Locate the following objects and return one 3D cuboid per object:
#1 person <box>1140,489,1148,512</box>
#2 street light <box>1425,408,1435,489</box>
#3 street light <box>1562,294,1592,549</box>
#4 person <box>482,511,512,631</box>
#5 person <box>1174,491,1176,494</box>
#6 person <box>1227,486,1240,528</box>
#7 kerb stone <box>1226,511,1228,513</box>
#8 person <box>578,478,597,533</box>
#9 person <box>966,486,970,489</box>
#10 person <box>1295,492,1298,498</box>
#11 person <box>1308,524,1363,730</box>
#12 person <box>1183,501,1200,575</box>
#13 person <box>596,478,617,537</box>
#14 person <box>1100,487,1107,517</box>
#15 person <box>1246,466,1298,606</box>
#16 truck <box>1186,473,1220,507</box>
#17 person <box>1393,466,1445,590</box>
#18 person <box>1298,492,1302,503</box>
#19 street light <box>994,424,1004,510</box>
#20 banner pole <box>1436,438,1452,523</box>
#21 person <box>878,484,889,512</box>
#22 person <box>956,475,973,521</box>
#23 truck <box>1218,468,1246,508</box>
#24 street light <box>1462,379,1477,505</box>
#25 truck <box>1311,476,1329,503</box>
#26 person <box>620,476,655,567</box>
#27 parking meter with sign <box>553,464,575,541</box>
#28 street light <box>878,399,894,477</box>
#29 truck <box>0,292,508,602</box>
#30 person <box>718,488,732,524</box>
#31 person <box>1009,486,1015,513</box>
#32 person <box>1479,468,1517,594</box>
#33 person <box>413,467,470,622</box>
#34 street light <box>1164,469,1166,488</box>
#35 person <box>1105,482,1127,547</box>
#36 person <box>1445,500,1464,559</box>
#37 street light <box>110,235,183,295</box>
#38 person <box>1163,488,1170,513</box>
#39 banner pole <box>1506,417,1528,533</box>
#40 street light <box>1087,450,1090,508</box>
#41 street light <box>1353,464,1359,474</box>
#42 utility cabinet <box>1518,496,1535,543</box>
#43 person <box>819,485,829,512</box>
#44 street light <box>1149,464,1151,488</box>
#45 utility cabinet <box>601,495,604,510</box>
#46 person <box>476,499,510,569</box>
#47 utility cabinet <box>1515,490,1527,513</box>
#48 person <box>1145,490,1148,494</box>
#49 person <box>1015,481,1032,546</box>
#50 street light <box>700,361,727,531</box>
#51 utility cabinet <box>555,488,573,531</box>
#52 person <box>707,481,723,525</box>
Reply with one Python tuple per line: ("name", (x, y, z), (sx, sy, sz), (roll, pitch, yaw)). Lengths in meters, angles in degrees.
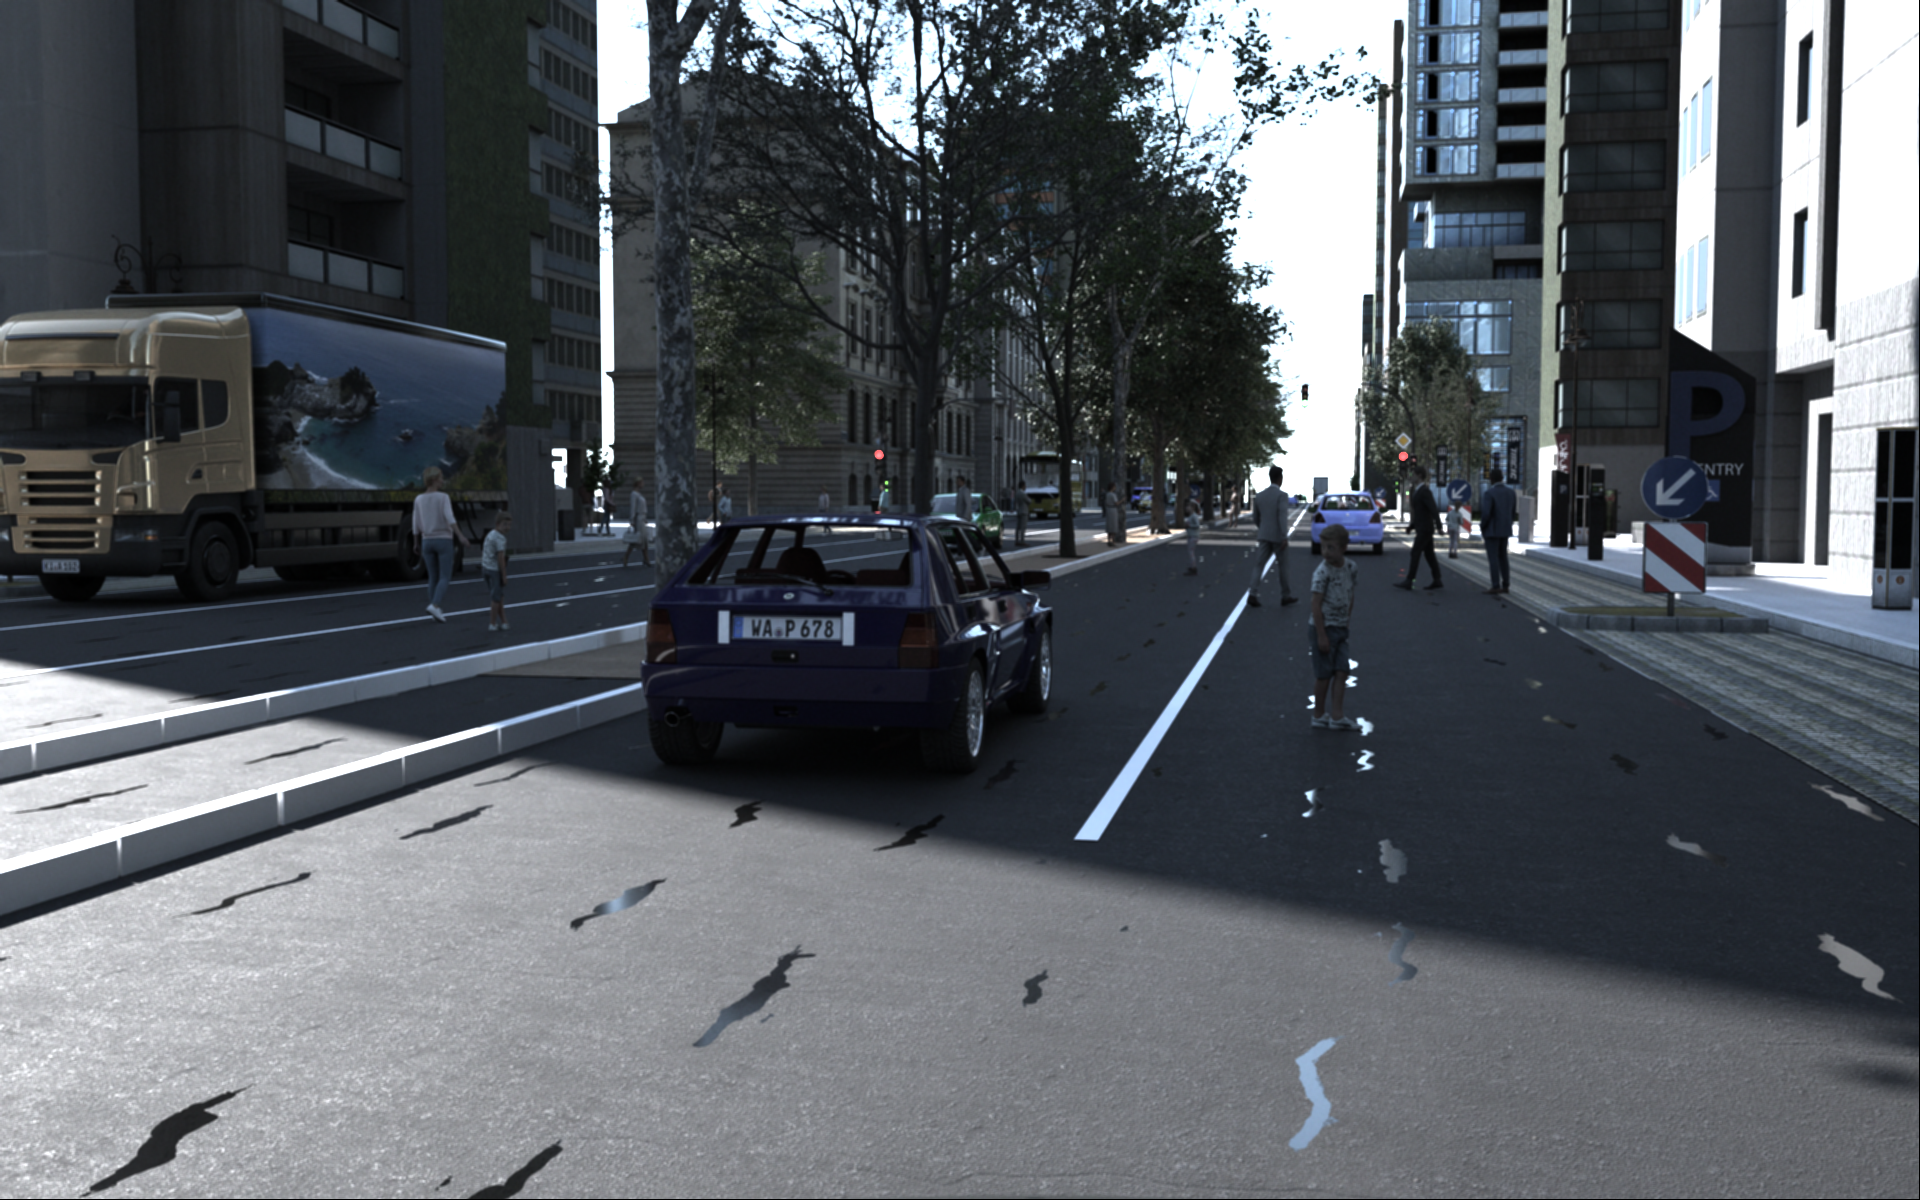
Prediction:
("person", (14.733, -7.961, 138.845), (0.721, 1.800, 0.419), (3, 5, 42))
("street light", (24.883, -7.282, 91.844), (0.468, 5.910, 1.993), (1, 4, 12))
("street light", (14.237, -4.117, 40.094), (0.468, 5.910, 1.993), (1, 4, 12))
("person", (-4.865, -0.308, 18.217), (0.352, 1.250, 0.332), (0, 4, -1))
("person", (31.603, -15.223, 255.656), (0.721, 1.735, 1.217), (0, 3, 0))
("person", (11.525, -3.922, 72.963), (0.374, 1.781, 0.599), (-1, 4, -20))
("kerb stone", (19.272, -6.373, 126.409), (0.120, 0.150, 1.000), (1, 4, 12))
("person", (-12.202, -3.113, 56.907), (0.573, 1.828, 0.580), (3, 5, 43))
("person", (0.275, -4.683, 84.875), (0.447, 1.846, 0.655), (-3, 5, -41))
("person", (50.716, -15.455, 261.726), (0.617, 1.759, 0.750), (3, 5, 44))
("person", (2.292, 0.160, 10.561), (0.332, 1.250, 0.352), (0, 4, 7))
("person", (4.089, -1.092, 30.637), (0.394, 1.301, 0.425), (-2, 4, -31))
("person", (-10.520, -2.738, 51.402), (0.643, 1.750, 0.593), (-2, 4, -28))
("person", (8.882, -6.052, 107.249), (0.447, 1.846, 0.655), (-2, 4, -25))
("person", (3.986, -0.818, 22.156), (0.850, 1.792, 0.678), (-3, 5, -42))
("truck", (25.871, -11.927, 183.917), (2.839, 4.237, 11.283), (1, 4, 13))
("person", (6.873, -1.080, 25.942), (0.755, 1.850, 0.659), (1, 4, 13))
("person", (51.808, -15.603, 264.133), (0.617, 1.759, 0.750), (2, 4, 35))
("street light", (2.530, -8.623, 113.781), (0.468, 5.910, 1.993), (1, 4, 12))
("banner pole", (21.710, -5.351, 77.506), (0.863, 3.779, 0.401), (0, 4, -5))
("person", (-3.100, -3.875, 71.720), (0.748, 1.841, 0.638), (2, 4, 34))
("person", (0.154, -1.816, 38.041), (0.795, 1.843, 0.661), (-1, 4, -12))
("truck", (28.632, -11.800, 181.850), (2.839, 4.237, 11.283), (1, 4, 11))
("street light", (20.403, -5.911, 69.430), (0.468, 5.910, 1.993), (1, 4, 12))
("truck", (58.201, -17.780, 279.611), (2.839, 4.237, 11.283), (1, 4, 11))
("person", (-6.339, -1.537, 33.987), (0.624, 1.780, 0.694), (1, 4, 14))
("parking meter with sign", (-11.351, -3.105, 47.021), (1.738, 3.016, 0.543), (-3, 5, -39))
("street light", (-3.601, -6.817, 84.244), (0.468, 5.910, 1.993), (1, 4, 12))
("truck", (-10.421, -2.296, 26.460), (2.839, 4.237, 11.283), (1, 4, 10))
("person", (-6.821, -2.465, 50.609), (0.330, 1.601, 0.589), (3, 4, 36))
("person", (3.525, -6.806, 117.323), (0.388, 1.821, 0.555), (0, 4, -1))
("person", (7.711, -0.985, 24.794), (0.721, 1.800, 0.419), (-2, 4, -33))
("person", (-5.848, -0.627, 19.429), (0.731, 1.740, 0.598), (0, 4, 4))
("street light", (28.342, -16.338, 239.907), (0.468, 5.910, 1.993), (1, 4, 12))
("person", (4.184, -2.301, 46.693), (0.524, 1.755, 0.480), (-2, 4, -26))
("person", (10.911, -1.557, 38.230), (0.425, 1.301, 0.394), (2, 4, 25))
("street light", (-14.488, -3.570, 31.150), (0.468, 5.910, 1.993), (1, 4, 12))
("person", (12.499, -5.950, 106.130), (0.623, 1.781, 0.721), (-2, 4, -35))
("banner pole", (18.213, -4.069, 56.546), (0.401, 3.779, 0.863), (-3, 5, -44))
("street light", (11.852, -11.394, 159.078), (0.468, 5.910, 1.993), (1, 4, 12))
("street light", (57.136, -16.871, 248.620), (0.468, 5.910, 1.993), (1, 4, 12))
("utility cabinet", (15.065, -2.133, 46.030), (0.306, 1.237, 1.020), (2, 4, 26))
("person", (-4.597, -3.065, 59.279), (0.598, 1.740, 0.731), (-3, 5, -40))
("street light", (23.791, -14.960, 217.388), (0.468, 5.910, 1.993), (1, 4, 12))
("utility cabinet", (-29.168, -8.030, 142.447), (0.306, 1.237, 1.020), (1, 4, 9))
("person", (-8.776, -1.477, 32.621), (0.622, 1.834, 0.822), (3, 5, 42))
("utility cabinet", (27.268, -4.685, 85.270), (1.173, 1.500, 0.318), (1, 4, 13))
("person", (16.319, -8.686, 150.537), (0.620, 1.820, 0.660), (1, 4, 17))
("person", (1.772, -2.395, 47.838), (0.466, 1.800, 0.511), (-3, 5, -40))
("street light", (-8.566, -5.358, 60.387), (0.468, 5.910, 1.993), (1, 4, 12))
("utility cabinet", (-13.840, -3.090, 59.202), (1.173, 1.500, 0.318), (-2, 4, -34))
("person", (-10.048, -4.018, 71.707), (0.822, 1.834, 0.622), (0, 4, 6))
